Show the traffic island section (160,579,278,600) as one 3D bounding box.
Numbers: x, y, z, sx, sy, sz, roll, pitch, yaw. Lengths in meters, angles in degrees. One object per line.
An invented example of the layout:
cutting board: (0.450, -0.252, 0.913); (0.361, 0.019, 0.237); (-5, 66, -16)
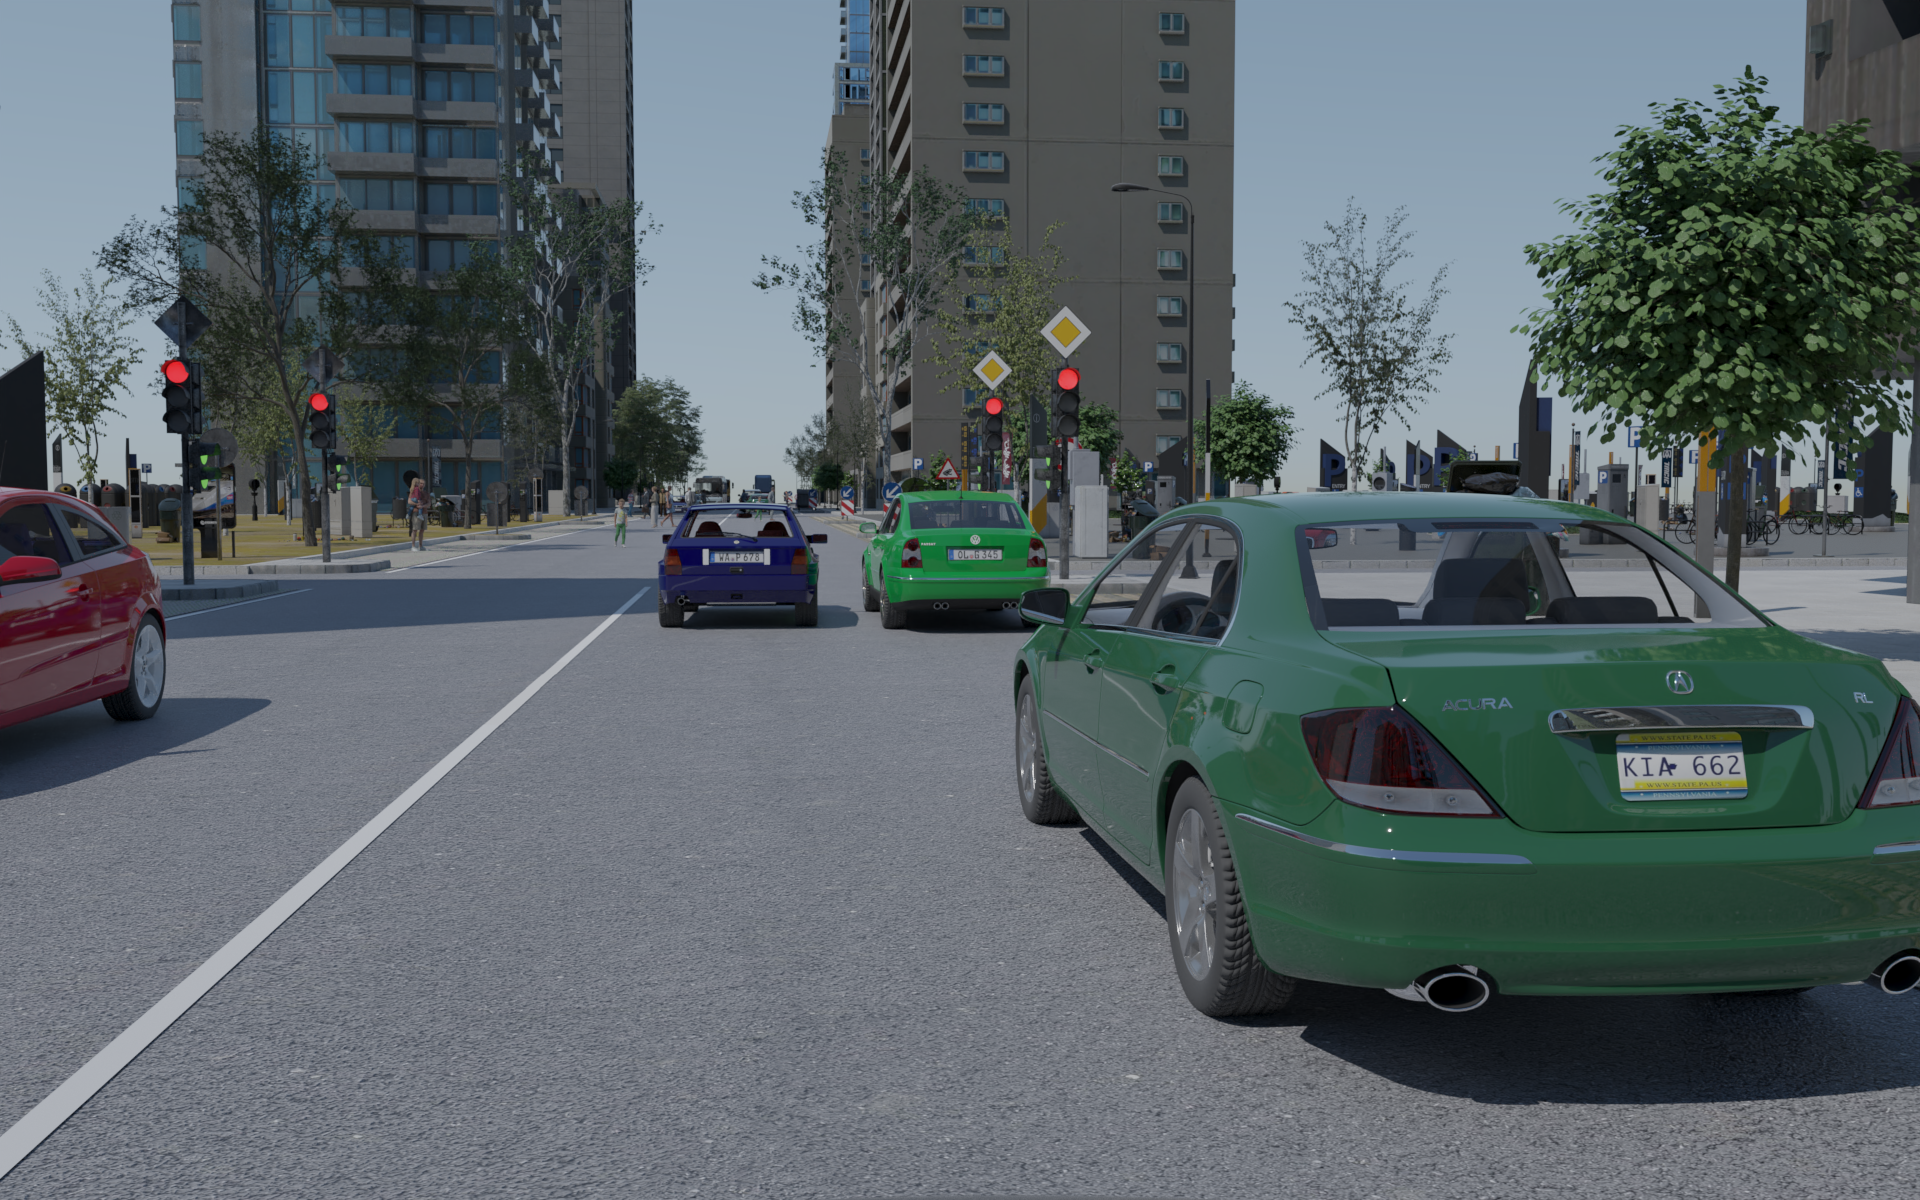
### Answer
traffic island section: (-10.963, -0.141, 24.586); (2.009, 0.180, 2.903); (0, 4, -7)

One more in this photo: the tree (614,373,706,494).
tree: (-31.892, -16.913, 183.176); (9.857, 13.997, 8.962); (0, 3, 0)

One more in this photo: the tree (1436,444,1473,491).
tree: (19.485, -4.481, 67.872); (1.663, 3.219, 1.824); (0, 3, 0)

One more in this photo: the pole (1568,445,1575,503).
pole: (25.201, -4.744, 71.401); (0.158, 3.312, 0.155); (0, 3, 0)

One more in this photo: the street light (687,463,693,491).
street light: (-37.766, -16.186, 237.183); (1.470, 5.913, 1.316); (0, 4, -7)

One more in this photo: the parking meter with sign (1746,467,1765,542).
parking meter with sign: (21.266, -3.093, 46.823); (0.543, 3.016, 1.738); (2, 4, 33)

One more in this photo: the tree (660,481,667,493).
tree: (-35.025, -12.744, 202.962); (1.663, 3.219, 1.824); (0, 3, 0)

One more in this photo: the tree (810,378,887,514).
tree: (-6.289, -9.678, 108.604); (4.360, 8.622, 3.978); (0, 3, 0)

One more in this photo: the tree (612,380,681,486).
tree: (-31.729, -15.523, 171.928); (7.486, 12.596, 7.792); (0, 3, 0)

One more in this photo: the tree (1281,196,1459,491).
tree: (10.230, -5.712, 43.750); (4.360, 8.622, 3.978); (0, 3, 0)

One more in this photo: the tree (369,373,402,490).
tree: (-35.824, -9.367, 103.505); (4.737, 8.622, 4.395); (0, 3, 0)

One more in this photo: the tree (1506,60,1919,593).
tree: (5.958, -1.801, 13.167); (4.285, 4.588, 4.351); (0, 3, 0)

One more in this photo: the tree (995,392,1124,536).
tree: (2.663, -4.523, 57.672); (4.285, 4.588, 4.351); (0, 3, 0)

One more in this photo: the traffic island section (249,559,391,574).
traffic island section: (-11.907, -0.626, 32.516); (2.009, 0.180, 2.903); (0, 4, -7)

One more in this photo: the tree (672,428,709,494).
tree: (-42.362, -20.767, 265.290); (9.928, 11.665, 9.643); (0, 3, 0)

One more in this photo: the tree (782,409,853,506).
tree: (-15.627, -15.720, 191.432); (8.767, 10.594, 7.601); (0, 4, 3)

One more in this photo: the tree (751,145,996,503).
tree: (-4.769, -14.605, 94.684); (12.611, 20.169, 13.585); (0, 3, 0)

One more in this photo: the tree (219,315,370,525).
tree: (-27.521, -7.346, 70.476); (4.737, 8.622, 4.395); (0, 3, 0)

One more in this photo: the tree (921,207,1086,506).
tree: (1.337, -5.731, 44.069); (4.737, 8.622, 4.395); (0, 3, 0)

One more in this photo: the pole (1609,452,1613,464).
pole: (31.394, -5.489, 83.585); (0.158, 3.312, 0.155); (0, 3, 0)

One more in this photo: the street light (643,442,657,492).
street light: (-27.962, -11.130, 154.518); (1.470, 5.913, 1.316); (0, 4, -7)

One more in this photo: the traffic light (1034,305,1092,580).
traffic light: (1.550, -2.265, 25.951); (0.839, 4.253, 0.868); (0, 4, -7)

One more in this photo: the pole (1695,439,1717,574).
pole: (7.696, -1.468, 17.844); (0.158, 3.312, 0.155); (0, 3, 0)

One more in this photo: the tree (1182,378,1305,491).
tree: (8.021, -3.982, 48.818); (4.285, 4.588, 4.351); (0, 3, 0)

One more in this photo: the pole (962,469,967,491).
pole: (0.160, -4.046, 59.991); (0.158, 3.312, 0.155); (0, 3, 0)

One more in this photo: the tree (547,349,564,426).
tree: (-17.931, -7.918, 63.867); (8.767, 10.594, 7.601); (3, 5, 40)

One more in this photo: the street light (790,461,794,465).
street light: (-22.855, -16.583, 243.670); (1.470, 5.913, 1.316); (0, 4, -7)

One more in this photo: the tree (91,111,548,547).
tree: (-16.153, -6.602, 42.350); (7.601, 10.594, 8.767); (3, 4, 39)

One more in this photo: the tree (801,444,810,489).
tree: (-12.878, -13.407, 169.567); (4.360, 8.622, 3.978); (0, 3, 0)

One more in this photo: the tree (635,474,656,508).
tree: (-29.562, -10.248, 162.157); (1.663, 3.219, 1.824); (0, 3, 0)

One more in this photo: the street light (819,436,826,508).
street light: (-10.321, -10.137, 138.288); (1.470, 5.913, 1.316); (0, 4, -7)

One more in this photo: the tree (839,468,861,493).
tree: (-8.087, -8.151, 127.865); (1.663, 3.219, 1.824); (0, 3, 0)

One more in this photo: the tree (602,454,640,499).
tree: (-27.375, -9.533, 139.572); (4.285, 4.588, 4.351); (0, 3, 0)

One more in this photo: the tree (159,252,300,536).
tree: (-22.660, -6.304, 53.428); (4.360, 8.622, 3.978); (0, 3, 0)

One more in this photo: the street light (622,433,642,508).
street light: (-25.083, -9.719, 131.449); (1.470, 5.913, 1.316); (0, 4, -7)

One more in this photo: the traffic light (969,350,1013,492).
traffic light: (0.606, -2.750, 33.880); (0.839, 4.253, 0.868); (0, 4, -7)

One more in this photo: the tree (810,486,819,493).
tree: (-18.556, -13.982, 223.205); (1.663, 3.219, 1.824); (0, 3, 0)

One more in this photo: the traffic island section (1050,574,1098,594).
traffic island section: (1.591, -0.232, 26.070); (2.009, 0.180, 2.903); (0, 4, -7)

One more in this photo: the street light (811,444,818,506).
street light: (-13.168, -11.564, 161.608); (1.470, 5.913, 1.316); (0, 4, -7)

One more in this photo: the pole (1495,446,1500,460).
pole: (22.594, -4.833, 72.867); (0.158, 3.312, 0.155); (0, 3, 0)

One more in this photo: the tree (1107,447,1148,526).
tree: (6.661, -4.659, 70.770); (1.663, 3.219, 1.824); (0, 3, 0)

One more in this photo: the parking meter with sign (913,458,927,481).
parking meter with sign: (-1.700, -5.431, 85.059); (0.543, 3.016, 1.738); (1, 4, 23)

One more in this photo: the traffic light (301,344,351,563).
traffic light: (-11.866, -2.658, 32.386); (0.839, 4.253, 0.868); (0, 4, -7)

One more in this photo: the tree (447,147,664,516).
tree: (-23.683, -14.780, 97.537); (12.611, 20.169, 13.585); (0, 3, 0)

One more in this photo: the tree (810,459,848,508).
tree: (-13.907, -11.909, 178.424); (4.285, 4.588, 4.351); (0, 3, 0)

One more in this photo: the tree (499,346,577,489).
tree: (-21.069, -8.319, 86.384); (4.360, 8.622, 3.978); (0, 3, 0)

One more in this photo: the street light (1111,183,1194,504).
street light: (2.952, -3.276, 26.105); (1.470, 5.913, 1.316); (0, 4, -7)

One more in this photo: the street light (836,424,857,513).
street light: (-7.531, -8.711, 114.972); (1.470, 5.913, 1.316); (0, 4, -7)

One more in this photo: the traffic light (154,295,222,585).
traffic light: (-10.922, -2.173, 24.457); (0.839, 4.253, 0.868); (0, 4, -7)

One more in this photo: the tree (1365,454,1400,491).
tree: (20.273, -5.410, 83.059); (1.663, 3.219, 1.824); (0, 3, 0)

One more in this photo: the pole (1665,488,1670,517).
pole: (36.280, -5.809, 88.820); (0.158, 3.312, 0.155); (0, 3, 0)

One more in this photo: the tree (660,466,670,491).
tree: (-34.007, -15.050, 196.423); (4.360, 8.622, 3.978); (0, 3, 0)

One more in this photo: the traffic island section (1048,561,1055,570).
traffic island section: (0.647, -0.717, 33.999); (2.009, 0.180, 2.903); (0, 4, -7)

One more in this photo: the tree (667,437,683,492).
tree: (-34.839, -15.732, 207.576); (4.737, 8.622, 4.395); (0, 3, 0)

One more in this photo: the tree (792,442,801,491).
tree: (-20.103, -17.077, 229.565); (4.360, 8.622, 3.978); (0, 3, 0)

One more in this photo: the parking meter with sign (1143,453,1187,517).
parking meter with sign: (8.733, -4.712, 73.304); (1.738, 3.016, 0.543); (2, 4, 27)

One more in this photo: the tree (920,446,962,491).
tree: (-0.871, -4.519, 68.482); (1.663, 3.219, 1.824); (0, 3, 0)

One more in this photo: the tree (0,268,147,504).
tree: (-28.245, -6.436, 55.595); (4.737, 8.622, 4.395); (0, 3, 0)

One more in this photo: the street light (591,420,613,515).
street light: (-22.348, -8.299, 108.229); (1.470, 5.913, 1.316); (0, 4, -7)

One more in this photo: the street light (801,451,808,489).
street light: (-15.869, -12.976, 184.698); (1.470, 5.913, 1.316); (0, 4, -7)
